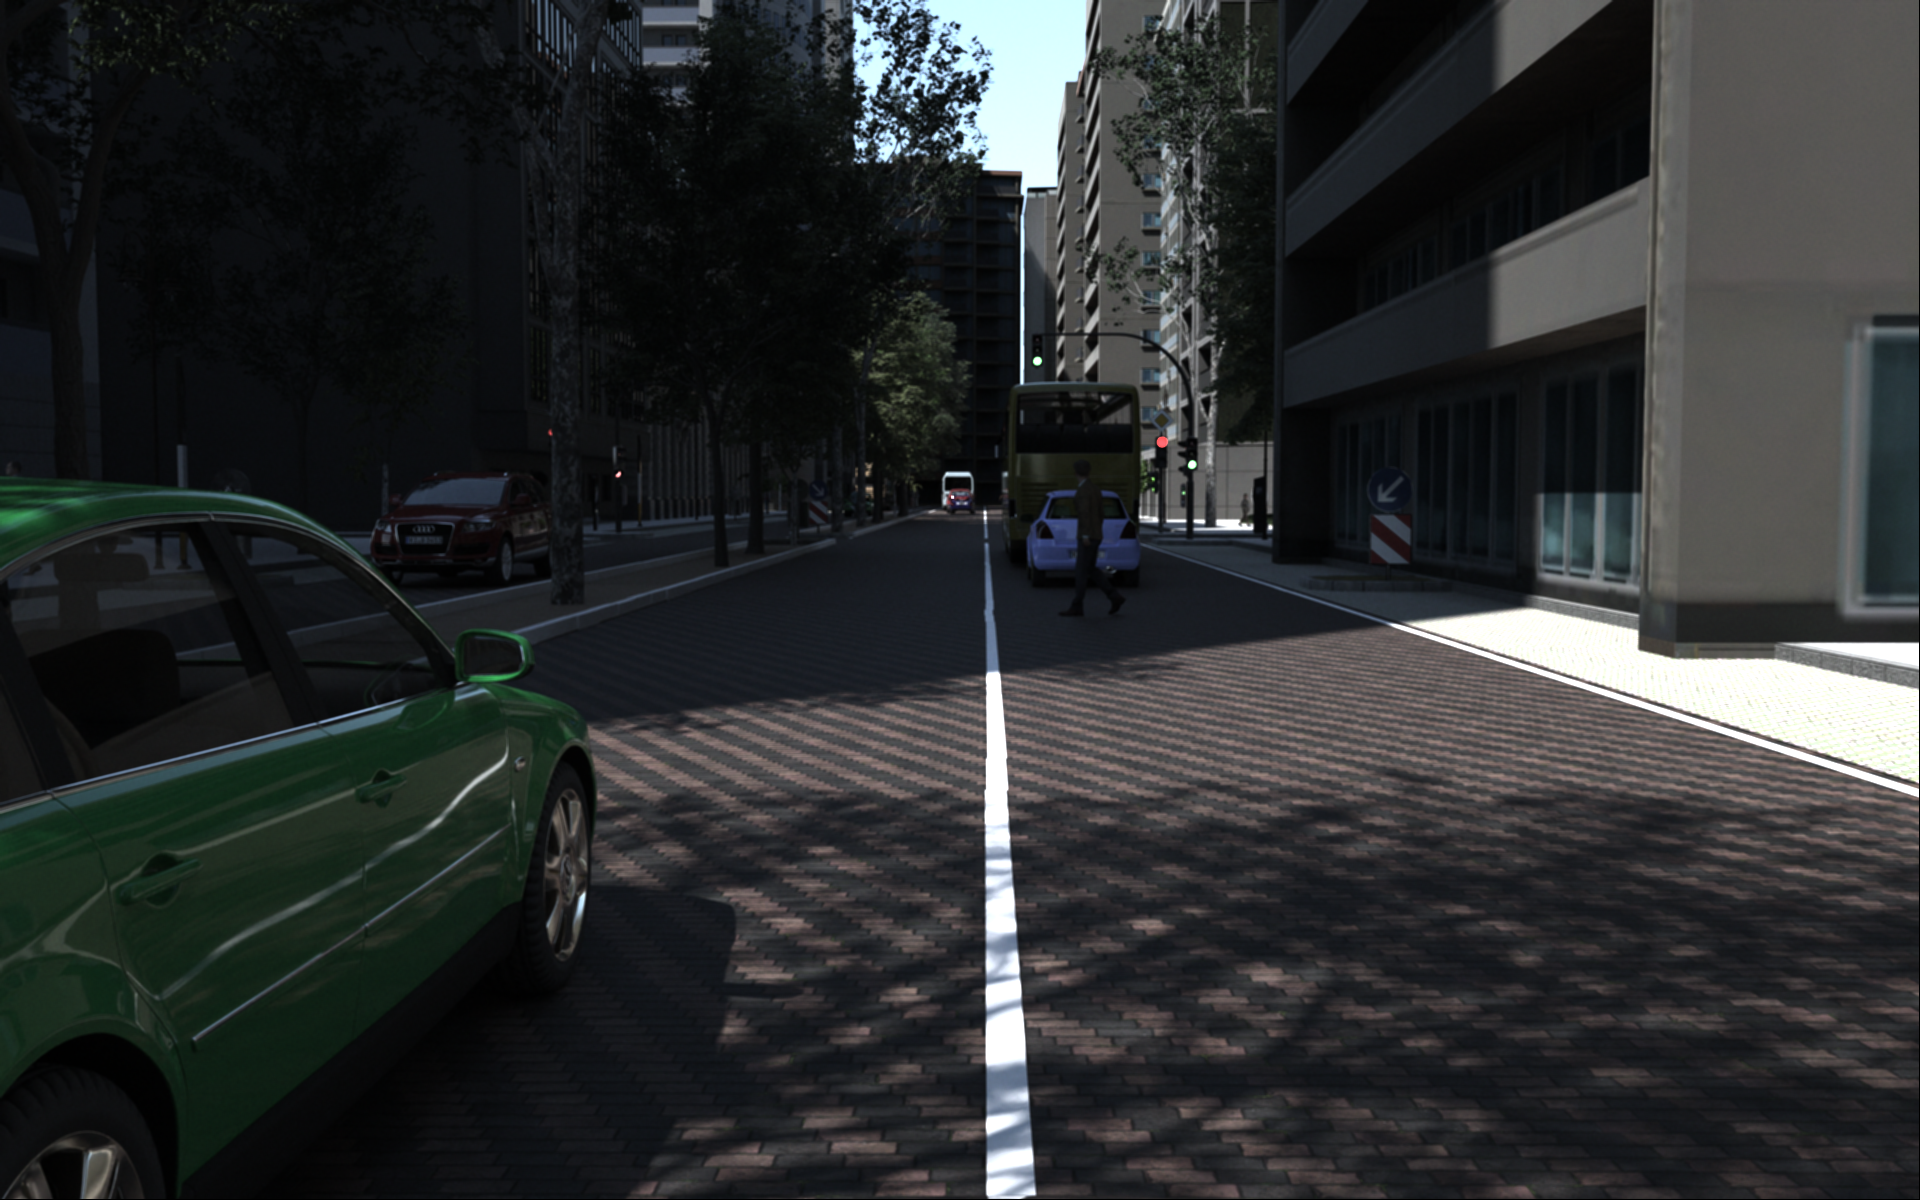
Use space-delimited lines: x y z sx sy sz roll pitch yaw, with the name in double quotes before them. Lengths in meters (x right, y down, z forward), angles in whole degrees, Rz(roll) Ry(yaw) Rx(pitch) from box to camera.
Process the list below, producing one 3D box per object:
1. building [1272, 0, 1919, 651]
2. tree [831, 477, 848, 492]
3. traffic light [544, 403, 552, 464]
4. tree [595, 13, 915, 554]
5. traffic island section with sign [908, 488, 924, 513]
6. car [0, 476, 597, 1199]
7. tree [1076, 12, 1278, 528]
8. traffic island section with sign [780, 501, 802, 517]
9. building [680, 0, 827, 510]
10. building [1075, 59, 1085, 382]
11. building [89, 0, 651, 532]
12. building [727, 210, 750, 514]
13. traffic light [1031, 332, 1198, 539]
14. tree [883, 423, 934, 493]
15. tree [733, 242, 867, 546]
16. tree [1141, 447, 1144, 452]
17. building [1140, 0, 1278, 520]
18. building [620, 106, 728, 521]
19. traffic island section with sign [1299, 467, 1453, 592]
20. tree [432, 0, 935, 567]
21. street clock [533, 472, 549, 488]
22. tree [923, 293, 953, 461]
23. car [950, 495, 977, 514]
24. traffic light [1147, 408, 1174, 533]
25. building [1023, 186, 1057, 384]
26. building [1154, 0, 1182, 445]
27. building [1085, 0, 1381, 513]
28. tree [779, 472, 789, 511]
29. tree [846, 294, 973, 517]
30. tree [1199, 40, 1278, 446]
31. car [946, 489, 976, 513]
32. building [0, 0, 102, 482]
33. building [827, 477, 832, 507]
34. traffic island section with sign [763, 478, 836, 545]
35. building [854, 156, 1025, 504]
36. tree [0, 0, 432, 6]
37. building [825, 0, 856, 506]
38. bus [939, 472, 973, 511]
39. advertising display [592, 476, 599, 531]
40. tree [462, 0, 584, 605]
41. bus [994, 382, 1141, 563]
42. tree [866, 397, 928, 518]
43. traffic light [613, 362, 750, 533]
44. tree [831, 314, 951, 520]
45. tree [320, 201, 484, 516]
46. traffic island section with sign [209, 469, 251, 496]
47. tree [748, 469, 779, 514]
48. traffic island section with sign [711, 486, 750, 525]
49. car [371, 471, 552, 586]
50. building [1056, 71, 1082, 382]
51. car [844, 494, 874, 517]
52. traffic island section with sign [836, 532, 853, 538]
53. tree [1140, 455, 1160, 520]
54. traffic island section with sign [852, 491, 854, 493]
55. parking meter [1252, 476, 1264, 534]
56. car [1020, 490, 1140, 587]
"building" 16.972 -24.470 23.788 21.300 48.544 21.600 0 4 1
"tree" -11.983 -10.683 169.267 1.663 3.219 1.824 0 3 0
"traffic light" -11.378 -3.685 49.171 0.839 4.253 0.868 0 4 1
"tree" -4.994 -7.398 41.538 7.486 12.596 7.792 0 3 0
"traffic island section with sign" -3.542 -7.575 131.984 2.006 1.907 1.989 0 4 1
"car" -2.035 0.316 3.626 1.959 1.807 4.718 0 4 1
"tree" 10.549 -12.874 66.374 12.611 20.169 13.585 0 3 0
"traffic island section with sign" -10.247 -6.141 109.034 1.989 1.847 2.006 0 4 1
"building" -23.027 -36.918 145.609 21.231 58.520 28.212 0 4 1
"building" 22.701 -31.541 170.316 22.147 44.769 28.867 0 4 1
"building" -21.688 -16.866 69.265 14.314 27.812 24.014 0 4 1
"building" -19.320 -17.339 112.366 11.050 23.489 19.941 0 4 1
"traffic light" 4.389 -4.536 48.826 4.771 5.953 1.251 0 4 1
"tree" -3.673 -10.053 117.190 4.360 8.622 3.978 0 3 0
"tree" -4.589 -5.801 47.665 4.360 8.622 3.978 0 3 0
"tree" 10.571 -7.530 106.822 4.285 4.588 4.351 0 3 0
"building" 20.551 -39.759 88.309 20.563 71.187 20.611 0 4 1
"building" -19.598 -16.101 92.137 11.050 23.489 19.941 0 4 1
"traffic island section with sign" 6.213 -1.074 26.183 1.989 1.847 2.006 0 4 1
"tree" -4.642 -5.938 33.964 8.767 10.594 7.601 0 4 1
"street clock" -13.660 -3.173 56.452 0.471 2.002 0.358 0 4 3
"tree" -4.240 -10.098 85.680 7.486 12.596 7.792 0 3 0
"car" 0.202 -6.838 124.387 1.945 1.354 3.894 0 4 2
"traffic light" 6.593 -4.159 56.922 0.839 4.253 0.868 0 4 1
"building" 15.244 -33.011 223.317 14.086 41.232 14.154 0 4 1
"building" 26.763 -26.149 119.416 32.217 40.220 23.993 0 4 1
"building" 21.674 -31.885 145.026 21.300 48.544 21.600 0 4 1
"tree" -13.374 -8.378 131.587 1.663 3.219 1.824 0 3 0
"tree" -3.629 -12.276 109.831 9.857 13.997 8.962 0 3 0
"tree" 9.225 -7.593 42.274 7.486 12.596 7.792 0 3 0
"car" 0.041 -7.434 130.224 2.281 1.827 5.304 0 4 1
"building" -35.262 -30.265 36.837 28.212 58.520 21.231 0 4 1
"building" -29.452 -29.384 172.313 32.217 40.220 23.993 0 4 1
"traffic island section with sign" -4.699 -2.527 49.447 2.006 1.907 1.989 0 4 1
"building" -6.183 -35.000 226.869 28.867 44.769 22.147 0 4 1
"tree" -5.307 -4.507 10.563 8.767 10.594 7.601 0 4 1
"building" -22.824 -46.319 195.568 20.611 71.187 20.563 0 4 1
"bus" -0.288 -9.628 152.277 2.948 3.499 13.247 0 4 -1
"advertising display" -12.834 -3.409 60.956 0.123 1.923 0.974 0 4 -5
"tree" -6.293 -10.055 22.739 12.611 20.169 13.585 0 3 0
"bus" 2.249 -2.898 38.922 2.896 3.916 12.252 0 4 1
"tree" -3.830 -9.144 102.318 4.737 8.622 4.395 0 3 0
"traffic light" -9.173 -5.045 57.161 4.771 5.953 1.251 0 4 1
"tree" -4.275 -10.170 94.500 9.928 11.665 9.643 0 3 0
"tree" -14.257 -5.677 43.181 4.737 8.622 4.395 0 3 0
"traffic island section with sign" -11.407 -1.098 26.573 1.989 1.847 2.006 0 4 1
"tree" -12.622 -7.069 110.180 1.663 3.219 1.824 0 3 0
"traffic island section with sign" -10.632 -4.481 81.887 1.989 1.847 2.006 0 4 1
"car" -8.054 -1.218 28.589 2.281 1.827 5.304 0 3 0
"building" 21.994 -34.966 195.400 21.300 48.544 21.600 0 4 1
"car" -6.334 -6.171 109.687 1.959 1.807 4.718 0 4 1
"traffic island section with sign" -4.586 -2.980 56.853 2.006 1.907 1.989 0 4 1
"tree" 9.024 -5.628 86.618 1.663 3.219 1.824 0 3 0
"traffic island section with sign" -9.536 -9.209 159.192 1.989 1.847 2.006 0 4 1
"parking meter" 9.703 -3.087 56.188 0.399 1.863 0.255 1 4 19
"car" 1.950 -1.129 28.057 1.945 1.707 3.694 0 4 1
